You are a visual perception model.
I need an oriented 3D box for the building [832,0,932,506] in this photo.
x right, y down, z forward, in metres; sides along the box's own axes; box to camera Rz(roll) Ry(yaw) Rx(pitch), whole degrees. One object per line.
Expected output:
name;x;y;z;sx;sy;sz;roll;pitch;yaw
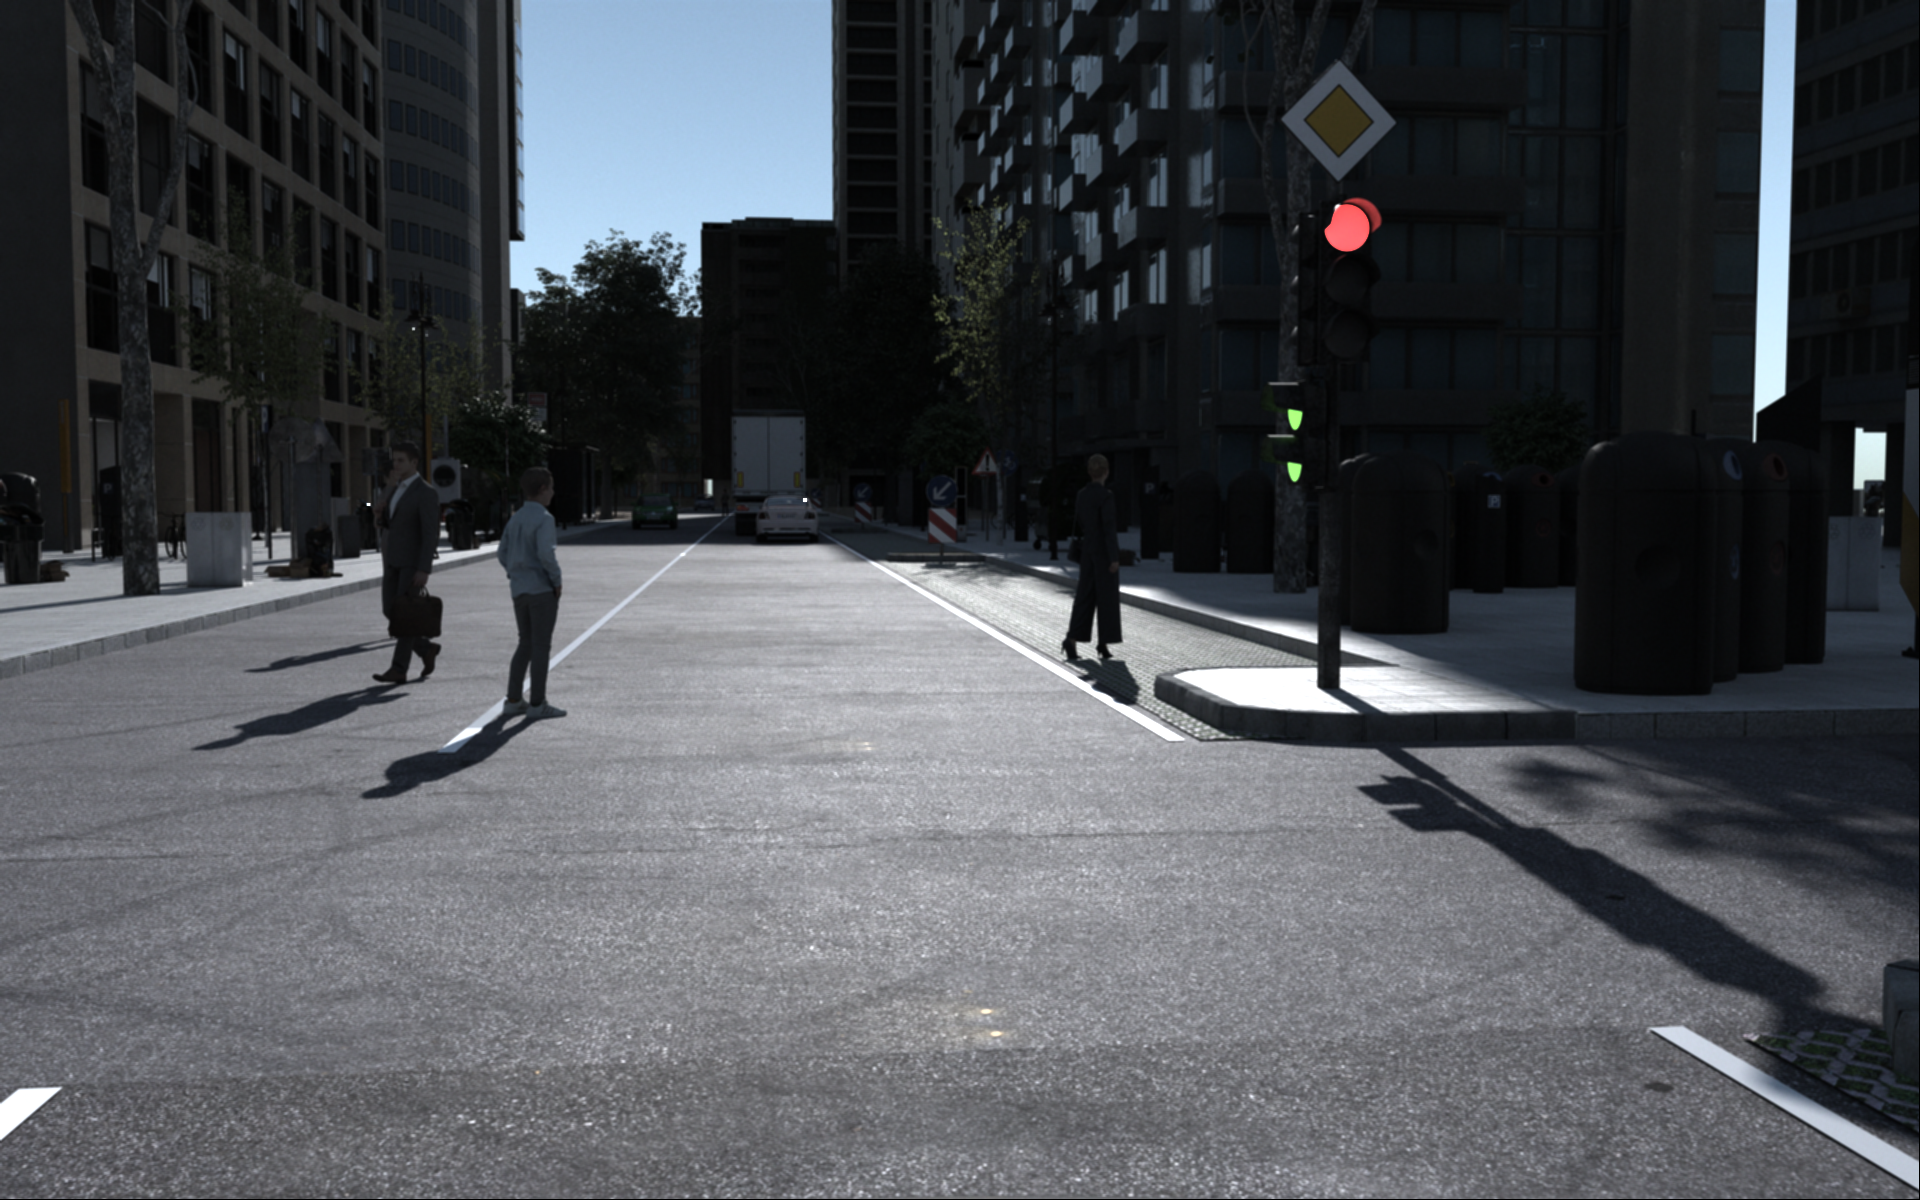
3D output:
building;-3.189;-45.869;188.205;20.611;71.187;20.563;0;4;-7

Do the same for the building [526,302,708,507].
building;-42.429;-20.982;188.091;28.899;21.520;27.650;0;4;-7

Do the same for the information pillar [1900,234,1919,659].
information pillar;7.548;-1.355;13.517;0.183;3.616;0.504;0;4;1

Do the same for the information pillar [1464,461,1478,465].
information pillar;11.501;-2.114;39.057;0.304;2.012;0.304;1;4;15

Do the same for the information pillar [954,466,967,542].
information pillar;0.017;-2.553;46.234;0.304;2.012;0.304;0;4;-6

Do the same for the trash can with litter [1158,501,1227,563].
trash can with litter;4.903;-1.346;33.066;2.233;1.210;1.678;0;4;4

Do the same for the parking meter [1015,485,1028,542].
parking meter;1.664;-2.352;46.862;0.372;1.533;0.369;0;3;0

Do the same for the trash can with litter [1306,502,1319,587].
trash can with litter;4.894;-0.781;24.162;0.624;1.170;1.055;2;4;25

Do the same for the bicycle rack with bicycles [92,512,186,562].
bicycle rack with bicycles;-15.788;-1.262;34.020;2.852;0.926;2.925;-1;4;-20

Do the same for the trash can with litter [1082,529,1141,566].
trash can with litter;2.718;-1.207;31.122;1.055;1.170;0.624;1;4;14

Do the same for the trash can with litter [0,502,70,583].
trash can with litter;-13.458;-0.836;25.053;0.624;1.170;1.055;1;4;9

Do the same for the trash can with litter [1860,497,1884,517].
trash can with litter;39.196;-3.870;74.665;1.055;1.170;0.624;-1;4;-20

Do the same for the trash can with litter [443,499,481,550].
trash can with litter;-11.472;-1.750;39.995;0.624;1.170;1.055;0;4;2

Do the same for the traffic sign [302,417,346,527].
traffic sign;-10.756;-1.779;29.091;0.884;2.594;0.081;0;4;-1

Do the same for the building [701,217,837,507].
building;-20.301;-25.204;183.786;14.107;30.474;14.160;0;4;-7

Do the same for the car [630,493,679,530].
car;-12.589;-3.835;71.498;1.959;1.807;4.718;-1;4;-8

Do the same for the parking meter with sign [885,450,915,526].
parking meter with sign;-2.128;-4.454;69.085;1.738;3.016;0.543;0;4;-1

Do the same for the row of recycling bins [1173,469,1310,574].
row of recycling bins;5.205;-1.282;28.072;3.534;1.692;1.069;1;4;16

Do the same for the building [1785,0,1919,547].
building;32.596;-20.821;32.304;23.993;40.220;32.217;0;4;-7

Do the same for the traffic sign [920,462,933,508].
traffic sign;-0.929;-3.482;57.040;0.768;2.556;0.104;0;4;-4

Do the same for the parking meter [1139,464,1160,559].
parking meter;3.734;-1.742;34.190;0.399;1.863;0.255;1;4;9

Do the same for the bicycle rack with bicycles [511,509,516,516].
bicycle rack with bicycles;-20.693;-3.805;75.600;2.852;0.926;2.925;-3;5;-44

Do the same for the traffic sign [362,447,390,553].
traffic sign;-12.766;-2.189;37.917;0.606;2.300;0.079;0;4;-4

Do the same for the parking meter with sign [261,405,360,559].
parking meter with sign;-12.896;-2.336;34.462;1.738;3.016;0.543;-2;4;-35

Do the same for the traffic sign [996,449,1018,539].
traffic sign;1.272;-3.014;49.392;0.768;2.556;0.104;0;4;-5

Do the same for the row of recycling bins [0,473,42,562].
row of recycling bins;-18.479;-1.531;32.141;1.069;1.692;3.534;0;4;7

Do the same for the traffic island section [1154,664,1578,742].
traffic island section;2.463;0.661;11.477;2.009;0.180;2.903;0;4;-7

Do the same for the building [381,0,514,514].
building;-37.736;-33.854;95.517;21.231;58.520;28.212;0;4;-7

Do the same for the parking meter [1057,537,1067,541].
parking meter;2.770;-2.397;47.595;0.372;1.533;0.369;0;3;0

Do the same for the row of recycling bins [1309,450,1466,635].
row of recycling bins;4.225;-0.633;17.468;1.069;1.692;3.534;0;4;7

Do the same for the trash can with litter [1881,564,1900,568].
trash can with litter;15.476;-1.202;30.708;2.233;1.210;1.678;3;4;38

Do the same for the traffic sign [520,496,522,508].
traffic sign;-15.351;-3.703;60.545;0.884;2.594;0.081;0;4;0

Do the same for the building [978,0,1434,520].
building;13.202;-30.144;112.459;23.786;49.044;30.456;0;4;-7

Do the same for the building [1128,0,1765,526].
building;16.440;-27.609;71.014;23.786;49.044;30.456;0;4;-7

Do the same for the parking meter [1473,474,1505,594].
parking meter;6.862;-0.859;22.462;0.372;1.533;0.369;0;3;0

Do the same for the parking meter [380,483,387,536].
parking meter;-12.817;-1.866;38.923;0.372;1.533;0.369;0;3;0

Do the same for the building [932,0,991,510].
building;12.330;-33.823;142.241;28.713;52.752;27.495;0;4;-7

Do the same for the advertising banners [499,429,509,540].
advertising banners;-12.056;-3.038;45.861;0.090;3.025;2.074;-1;4;-9

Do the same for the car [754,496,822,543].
car;-5.221;-2.454;52.491;2.083;1.381;4.827;0;4;-5

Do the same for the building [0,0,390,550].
building;-31.623;-15.293;54.559;19.350;26.468;34.151;0;4;-7

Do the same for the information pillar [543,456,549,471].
information pillar;-18.717;-5.345;78.745;0.504;3.616;0.183;1;4;18

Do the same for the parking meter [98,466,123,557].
parking meter;-17.413;-1.824;35.531;0.399;1.863;0.255;0;4;3

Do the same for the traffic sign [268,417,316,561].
traffic sign;-11.007;-1.740;28.550;0.768;2.556;0.104;0;4;-4

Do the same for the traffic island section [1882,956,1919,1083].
traffic island section;3.401;1.146;3.547;2.009;0.180;2.903;0;4;-7

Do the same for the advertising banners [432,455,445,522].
advertising banners;-23.407;-5.042;78.617;0.090;3.025;2.074;1;4;21

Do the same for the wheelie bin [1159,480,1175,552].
wheelie bin;4.537;-1.859;38.300;0.693;1.594;0.980;1;4;16

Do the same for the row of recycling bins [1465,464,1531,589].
row of recycling bins;7.412;-1.018;23.752;3.534;1.692;1.069;-1;4;-22

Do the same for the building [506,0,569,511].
building;-47.465;-50.422;137.067;31.000;86.520;22.319;0;4;-7

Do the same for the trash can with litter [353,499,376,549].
trash can with litter;-13.535;-1.768;40.297;1.055;1.170;0.624;-2;4;-24

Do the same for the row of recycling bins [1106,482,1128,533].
row of recycling bins;4.288;-3.164;58.838;1.069;1.692;3.534;-3;5;-42

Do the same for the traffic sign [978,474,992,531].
traffic sign;0.792;-3.660;59.942;0.768;2.556;0.104;0;4;-3

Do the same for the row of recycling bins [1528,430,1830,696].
row of recycling bins;5.317;-0.322;12.376;1.069;1.692;3.534;3;5;41

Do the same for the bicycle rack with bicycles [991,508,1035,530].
bicycle rack with bicycles;2.570;-3.039;63.077;2.925;0.926;2.852;0;4;7

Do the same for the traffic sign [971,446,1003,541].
traffic sign;0.747;-2.882;47.124;0.884;2.594;0.081;0;4;-2
